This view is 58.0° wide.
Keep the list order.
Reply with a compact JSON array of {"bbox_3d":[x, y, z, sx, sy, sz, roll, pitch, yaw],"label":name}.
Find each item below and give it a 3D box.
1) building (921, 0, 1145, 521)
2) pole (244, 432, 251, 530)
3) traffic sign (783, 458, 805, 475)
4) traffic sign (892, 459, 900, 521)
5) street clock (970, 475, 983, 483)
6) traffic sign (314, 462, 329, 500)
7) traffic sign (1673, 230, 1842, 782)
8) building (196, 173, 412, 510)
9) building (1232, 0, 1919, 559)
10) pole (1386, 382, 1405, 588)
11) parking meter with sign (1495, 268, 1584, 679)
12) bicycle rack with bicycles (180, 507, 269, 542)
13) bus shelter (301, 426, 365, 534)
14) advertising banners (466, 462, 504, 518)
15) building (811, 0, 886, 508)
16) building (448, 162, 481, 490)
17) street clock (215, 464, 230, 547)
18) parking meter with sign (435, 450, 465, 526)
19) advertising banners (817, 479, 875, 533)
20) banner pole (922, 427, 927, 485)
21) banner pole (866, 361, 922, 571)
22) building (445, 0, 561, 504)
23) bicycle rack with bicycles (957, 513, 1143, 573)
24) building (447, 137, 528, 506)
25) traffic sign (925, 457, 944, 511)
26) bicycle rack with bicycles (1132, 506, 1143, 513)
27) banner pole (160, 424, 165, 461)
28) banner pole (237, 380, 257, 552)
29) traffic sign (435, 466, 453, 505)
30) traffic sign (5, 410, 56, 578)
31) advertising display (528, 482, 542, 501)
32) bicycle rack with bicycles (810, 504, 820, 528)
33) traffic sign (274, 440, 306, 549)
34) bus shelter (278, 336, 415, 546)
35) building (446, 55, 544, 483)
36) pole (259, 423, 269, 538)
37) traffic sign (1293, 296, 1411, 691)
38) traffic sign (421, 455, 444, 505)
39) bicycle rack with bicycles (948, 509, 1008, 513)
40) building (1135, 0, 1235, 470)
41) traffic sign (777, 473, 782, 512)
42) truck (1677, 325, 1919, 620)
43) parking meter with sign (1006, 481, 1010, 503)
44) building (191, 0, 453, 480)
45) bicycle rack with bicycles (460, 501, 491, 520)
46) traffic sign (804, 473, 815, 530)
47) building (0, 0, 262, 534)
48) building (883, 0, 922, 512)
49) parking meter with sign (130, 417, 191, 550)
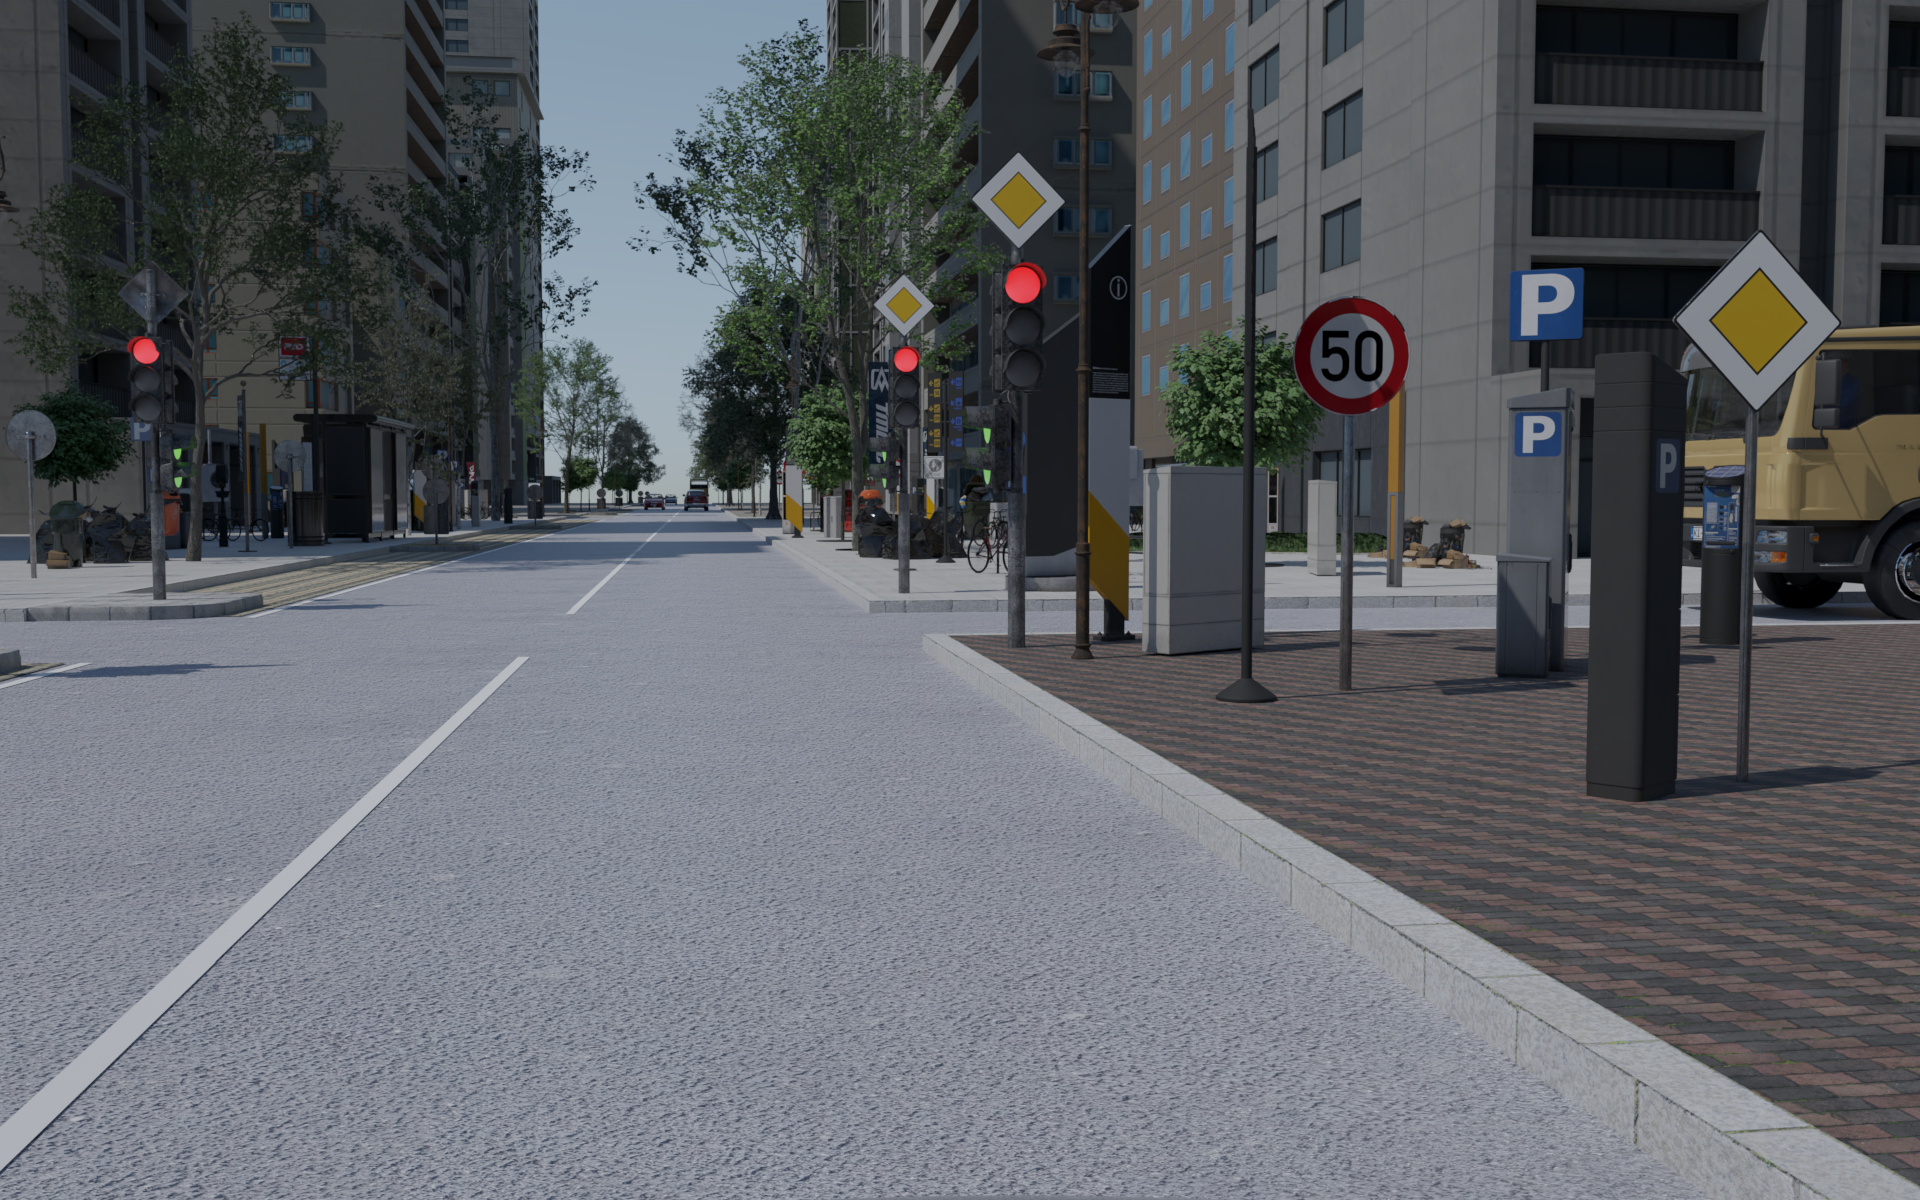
[{"bbox_3d":[9.916,-28.418,88.333,21.300,48.544,21.600,-1,4,-9],"label":"building"},{"bbox_3d":[-23.379,-3.850,56.795,0.158,3.312,0.155,0,3,0],"label":"pole"},{"bbox_3d":[-5.120,-3.297,54.005,0.768,2.556,0.104,0,4,-1],"label":"traffic sign"},{"bbox_3d":[-2.294,-3.656,59.889,0.768,2.556,0.104,0,4,-1],"label":"traffic sign"},{"bbox_3d":[0.629,-3.739,65.703,0.471,2.002,0.358,0,4,-7],"label":"street clock"},{"bbox_3d":[-19.696,-3.308,54.084,0.884,2.594,0.081,0,4,-8],"label":"traffic sign"},{"bbox_3d":[3.494,-0.397,7.670,0.795,2.450,0.064,0,4,-8],"label":"traffic sign"},{"bbox_3d":[-50.244,-15.935,105.574,27.650,21.520,28.899,-1,4,-9],"label":"building"},{"bbox_3d":[20.025,-37.014,43.429,20.611,71.187,20.563,-1,4,-9],"label":"building"},{"bbox_3d":[5.978,-1.829,23.739,0.158,3.312,0.155,0,3,0],"label":"pole"},{"bbox_3d":[4.251,-1.010,12.770,0.543,3.016,1.738,1,4,22],"label":"parking meter with sign"},{"bbox_3d":[-20.437,-2.023,46.452,2.925,0.926,2.852,2,4,29],"label":"bicycle rack with bicycles"},{"bbox_3d":[-20.637,-4.107,58.439,1.731,3.624,6.357,-1,4,-9],"label":"bus shelter"},{"bbox_3d":[-25.799,-5.988,94.084,2.074,3.025,0.090,0,4,8],"label":"advertising banners"},{"bbox_3d":[-6.909,-46.889,204.885,20.563,71.187,20.611,-1,4,-9],"label":"building"},{"bbox_3d":[-49.654,-23.100,149.382,14.160,30.474,14.107,-1,4,-9],"label":"building"},{"bbox_3d":[-17.843,-2.284,41.916,0.358,2.002,0.471,-1,4,-15],"label":"street clock"},{"bbox_3d":[-20.277,-4.432,68.729,0.543,3.016,1.738,0,4,-1],"label":"parking meter with sign"},{"bbox_3d":[-3.724,-3.762,57.696,2.074,3.025,0.090,0,4,4],"label":"advertising banners"},{"bbox_3d":[-1.184,-4.104,57.110,0.863,3.779,0.401,3,5,41],"label":"banner pole"},{"bbox_3d":[-1.145,-2.378,28.902,0.863,3.779,0.401,-1,4,-18],"label":"banner pole"},{"bbox_3d":[-65.674,-48.811,236.315,20.563,71.187,20.611,-1,4,-9],"label":"building"},{"bbox_3d":[1.769,-0.860,27.450,2.852,0.926,2.925,-2,4,-28],"label":"bicycle rack with bicycles"},{"bbox_3d":[-56.192,-31.138,192.703,14.154,41.232,14.086,-1,4,-9],"label":"building"},{"bbox_3d":[-0.672,-2.747,47.040,0.606,2.300,0.079,0,4,-6],"label":"traffic sign"},{"bbox_3d":[7.172,-2.666,56.966,2.852,0.926,2.925,1,4,17],"label":"bicycle rack with bicycles"},{"bbox_3d":[-24.901,-3.914,54.008,0.863,3.779,0.401,3,4,38],"label":"banner pole"},{"bbox_3d":[-15.921,-2.963,38.462,0.401,3.779,0.863,-2,4,-35],"label":"banner pole"},{"bbox_3d":[-20.202,-4.129,67.515,0.884,2.594,0.081,0,4,-6],"label":"traffic sign"},{"bbox_3d":[-14.113,-1.603,26.317,0.768,2.556,0.104,0,4,0],"label":"traffic sign"},{"bbox_3d":[-23.302,-5.490,94.971,0.974,1.923,0.123,2,4,34],"label":"advertising display"},{"bbox_3d":[-4.303,-3.185,65.459,2.852,0.926,2.925,1,4,19],"label":"bicycle rack with bicycles"},{"bbox_3d":[-15.748,-2.484,40.715,0.768,2.556,0.104,0,4,0],"label":"traffic sign"},{"bbox_3d":[-16.500,-4.218,46.591,2.179,5.291,8.768,-1,4,-8],"label":"bus shelter"},{"bbox_3d":[-66.357,-38.106,212.265,28.713,52.752,27.495,-1,4,-9],"label":"building"},{"bbox_3d":[-20.104,-3.436,50.024,0.158,3.312,0.155,0,3,0],"label":"pole"},{"bbox_3d":[2.520,-0.681,11.247,0.768,2.556,0.104,0,4,-3],"label":"traffic sign"},{"bbox_3d":[-17.346,-3.476,56.936,0.768,2.556,0.104,0,4,1],"label":"traffic sign"},{"bbox_3d":[0.631,-1.718,41.464,2.852,0.926,2.925,-1,4,-14],"label":"bicycle rack with bicycles"},{"bbox_3d":[14.960,-25.256,63.047,14.600,45.320,14.200,-1,4,-9],"label":"building"},{"bbox_3d":[-9.941,-5.826,95.358,0.768,2.556,0.104,0,4,-8],"label":"traffic sign"},{"bbox_3d":[12.828,-1.535,21.020,9.791,3.379,3.469,-1,4,-8],"label":"truck"},{"bbox_3d":[2.190,-4.820,75.064,0.543,3.016,1.738,0,4,6],"label":"parking meter with sign"},{"bbox_3d":[-50.928,-30.974,130.135,21.300,48.544,21.600,-1,4,-9],"label":"building"},{"bbox_3d":[-24.429,-4.480,86.636,2.925,0.926,2.852,-3,4,-36],"label":"bicycle rack with bicycles"},{"bbox_3d":[-5.135,-3.714,60.728,0.884,2.594,0.081,0,4,1],"label":"traffic sign"},{"bbox_3d":[-37.739,-38.159,62.155,20.563,71.187,20.611,-1,4,-9],"label":"building"},{"bbox_3d":[4.961,-35.841,128.005,21.231,58.520,28.212,-1,4,-9],"label":"building"},{"bbox_3d":[-18.344,-2.671,39.937,0.543,3.016,1.738,0,4,5],"label":"parking meter with sign"}]
